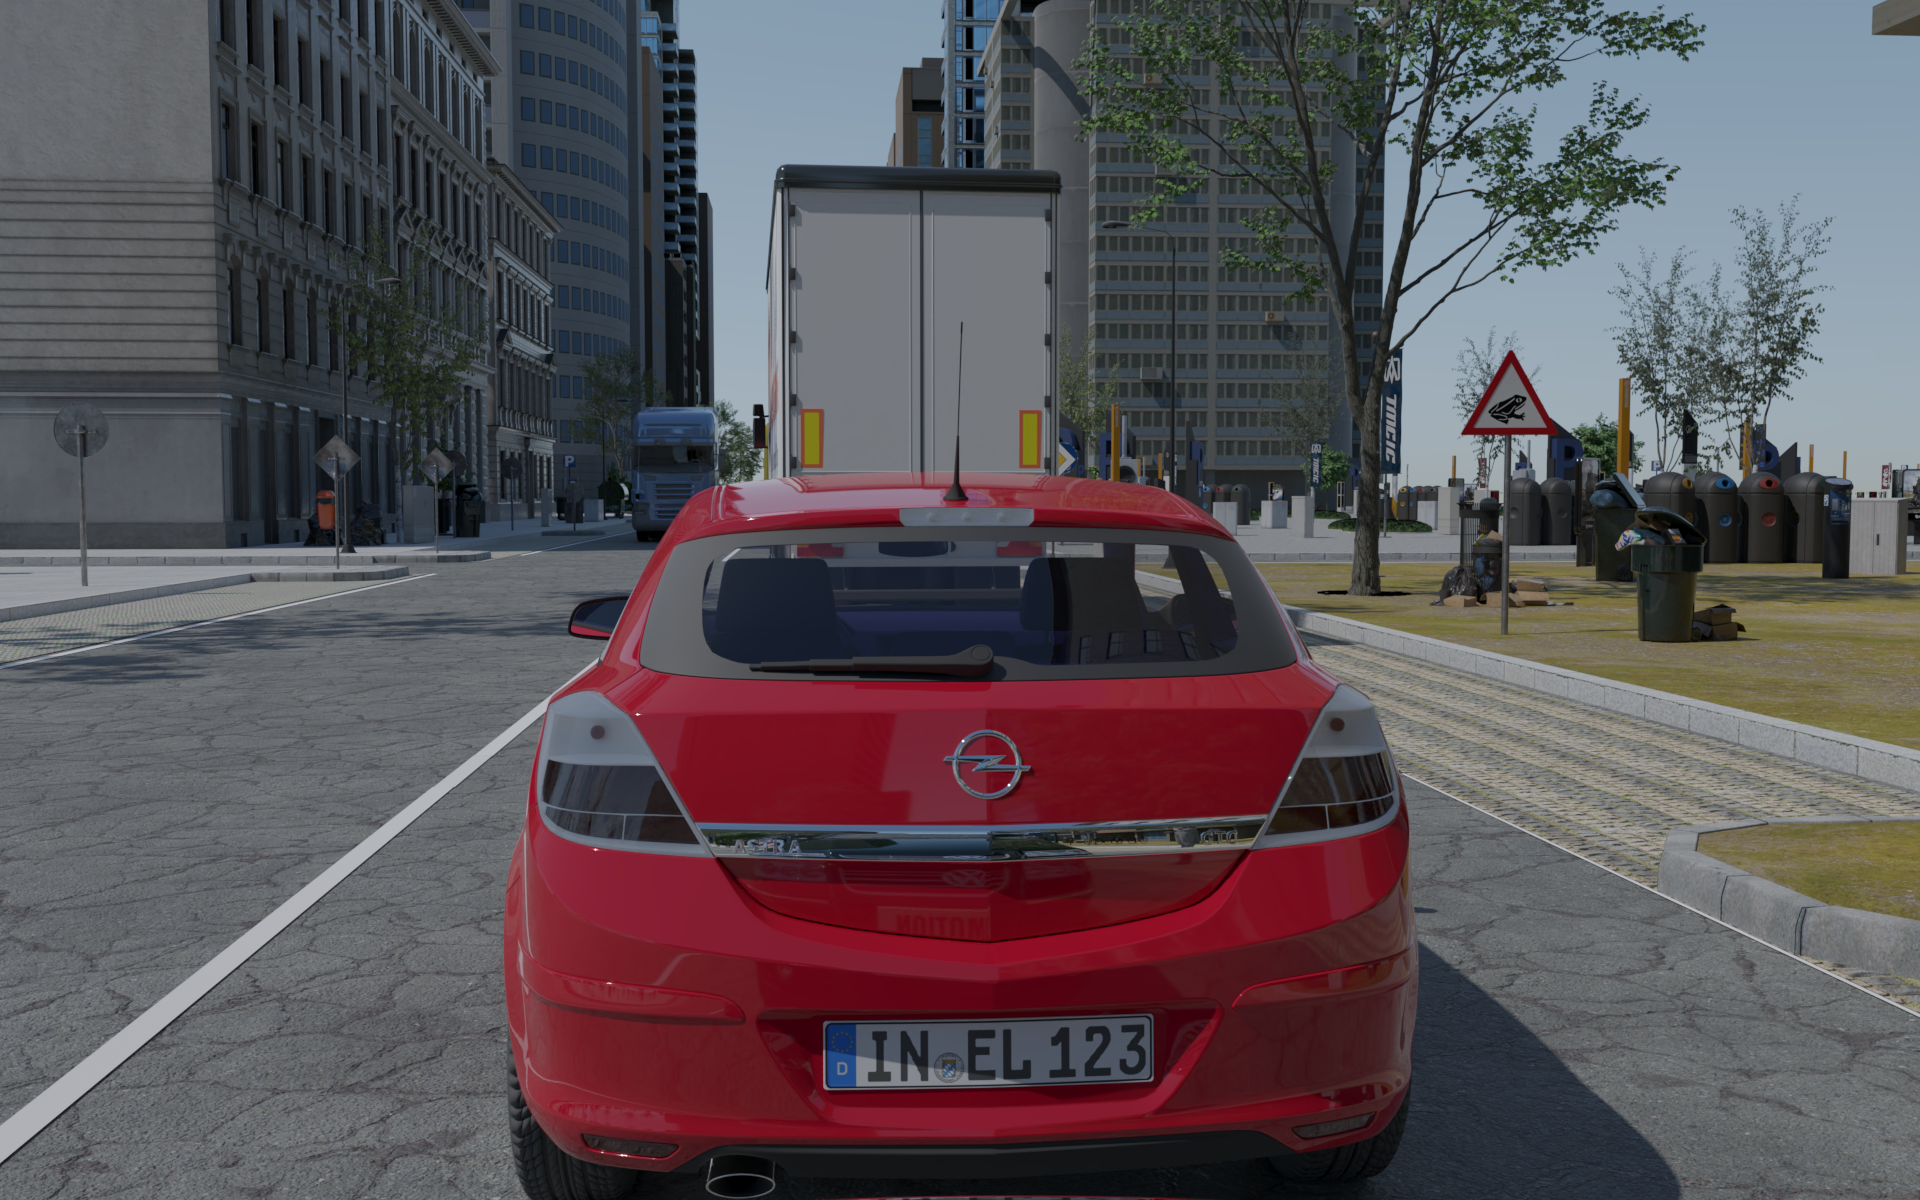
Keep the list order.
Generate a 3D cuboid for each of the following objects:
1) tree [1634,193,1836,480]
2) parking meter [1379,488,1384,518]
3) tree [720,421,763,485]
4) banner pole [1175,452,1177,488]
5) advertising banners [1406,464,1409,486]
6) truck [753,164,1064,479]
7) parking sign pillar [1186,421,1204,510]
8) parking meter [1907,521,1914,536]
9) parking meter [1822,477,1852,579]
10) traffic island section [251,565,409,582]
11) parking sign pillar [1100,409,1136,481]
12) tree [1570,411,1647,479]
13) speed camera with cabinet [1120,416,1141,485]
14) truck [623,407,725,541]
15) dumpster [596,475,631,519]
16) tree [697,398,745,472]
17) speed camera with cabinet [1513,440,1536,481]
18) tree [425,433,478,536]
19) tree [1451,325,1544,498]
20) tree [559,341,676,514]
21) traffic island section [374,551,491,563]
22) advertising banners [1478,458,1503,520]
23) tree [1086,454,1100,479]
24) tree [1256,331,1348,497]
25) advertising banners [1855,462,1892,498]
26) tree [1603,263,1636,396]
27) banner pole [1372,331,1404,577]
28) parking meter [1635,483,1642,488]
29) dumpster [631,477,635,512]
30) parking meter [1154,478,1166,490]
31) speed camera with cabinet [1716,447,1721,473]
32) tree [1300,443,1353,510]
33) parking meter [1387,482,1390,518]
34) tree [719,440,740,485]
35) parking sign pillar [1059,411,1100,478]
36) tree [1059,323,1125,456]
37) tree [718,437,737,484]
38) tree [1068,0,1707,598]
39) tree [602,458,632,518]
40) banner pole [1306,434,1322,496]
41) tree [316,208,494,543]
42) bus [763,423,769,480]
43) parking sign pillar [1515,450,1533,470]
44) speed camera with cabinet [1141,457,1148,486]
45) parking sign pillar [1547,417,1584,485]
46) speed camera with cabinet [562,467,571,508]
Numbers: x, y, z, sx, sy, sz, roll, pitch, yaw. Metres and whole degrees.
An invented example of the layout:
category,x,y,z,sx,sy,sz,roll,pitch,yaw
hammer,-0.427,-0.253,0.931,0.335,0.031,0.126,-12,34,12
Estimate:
category,x,y,z,sx,sy,sz,roll,pitch,yaw
tree,19.639,-5.664,42.976,4.360,8.622,3.978,0,3,0
parking meter,16.346,-3.595,67.183,0.372,1.533,0.369,0,3,0
tree,-33.797,-21.426,268.437,7.486,12.596,7.792,0,3,0
banner pole,11.319,-6.198,91.349,0.401,3.779,0.863,-1,4,-10
advertising banners,25.733,-6.363,100.219,0.090,3.025,2.074,2,4,26
truck,-1.008,-1.928,20.440,2.839,4.237,11.283,0,4,-7
parking sign pillar,8.722,-4.642,64.367,1.447,3.967,1.447,1,4,19
parking meter,29.020,-2.889,52.939,0.399,1.863,0.255,0,3,0
parking meter,13.339,-1.097,26.342,0.372,1.533,0.369,0,3,0
traffic island section,-10.629,-0.444,29.540,2.009,0.180,2.903,0,4,-5
parking sign pillar,4.965,-4.047,54.644,1.447,3.967,1.447,-3,4,-36
tree,25.406,-5.205,68.810,4.285,4.588,4.351,0,3,0
speed camera with cabinet,3.441,-3.012,43.580,2.038,3.252,0.660,0,4,4
truck,-9.222,-4.261,59.429,2.967,4.110,18.799,0,4,-5
dumpster,-18.064,-5.347,89.921,1.502,2.255,1.985,0,4,-5
tree,-26.869,-16.015,187.606,9.928,11.665,9.643,0,3,0
speed camera with cabinet,21.155,-4.249,63.806,2.038,3.252,0.660,-3,5,-40
tree,-15.959,-3.600,53.463,1.663,3.219,1.824,0,3,0
tree,23.579,-7.728,76.720,4.360,8.622,3.978,0,3,0
tree,-20.264,-10.402,104.492,8.767,10.594,7.601,1,4,18
traffic island section,-11.334,-0.930,37.494,2.009,0.180,2.903,0,4,-5
advertising banners,25.570,-5.292,82.707,0.090,3.025,2.074,-3,4,-37
tree,5.338,-4.203,63.326,1.663,3.219,1.824,0,3,0
tree,15.548,-7.753,77.128,4.360,8.622,3.978,0,3,0
advertising banners,54.955,-6.611,104.275,0.090,3.025,2.074,-2,4,-34
tree,20.994,-6.159,51.065,4.360,8.622,3.978,0,3,0
banner pole,6.496,-2.234,26.535,0.401,3.779,0.863,-2,4,-25
parking meter,37.027,-5.427,94.440,0.399,1.863,0.255,2,4,26
dumpster,-18.720,-5.779,96.988,1.502,2.255,1.985,0,4,-5
parking meter,7.326,-3.532,63.458,0.399,1.863,0.255,-2,4,-26
speed camera with cabinet,31.830,-4.840,73.475,0.660,3.252,2.038,1,4,16
tree,23.265,-7.724,110.008,4.285,4.588,4.351,0,3,0
parking meter,21.204,-4.914,86.049,0.255,1.863,0.399,2,4,25
tree,-30.001,-16.580,221.452,4.737,8.622,4.395,0,3,0
parking sign pillar,2.974,-3.782,50.307,1.447,3.967,1.447,3,4,37
tree,4.990,-7.645,75.350,4.737,8.622,4.395,0,3,0
tree,-28.662,-15.700,207.062,4.360,8.622,3.978,0,3,0
tree,5.066,-5.856,21.506,9.928,11.665,9.643,0,3,0
tree,-18.664,-6.018,92.988,1.663,3.219,1.824,0,3,0
banner pole,14.694,-5.031,72.268,0.863,3.779,0.401,2,4,24
tree,-14.626,-5.832,45.711,4.737,8.622,4.395,0,3,0
bus,-5.023,-3.961,56.315,2.896,3.916,12.252,0,4,-6
parking sign pillar,34.324,-7.158,105.511,1.447,3.967,1.447,-1,4,-13
speed camera with cabinet,9.370,-6.027,92.878,0.660,3.252,2.038,-1,4,-23
parking sign pillar,21.337,-4.432,60.933,1.447,3.967,1.447,-1,4,-14
speed camera with cabinet,-20.981,-6.046,93.194,0.660,3.252,2.038,-1,4,-19
